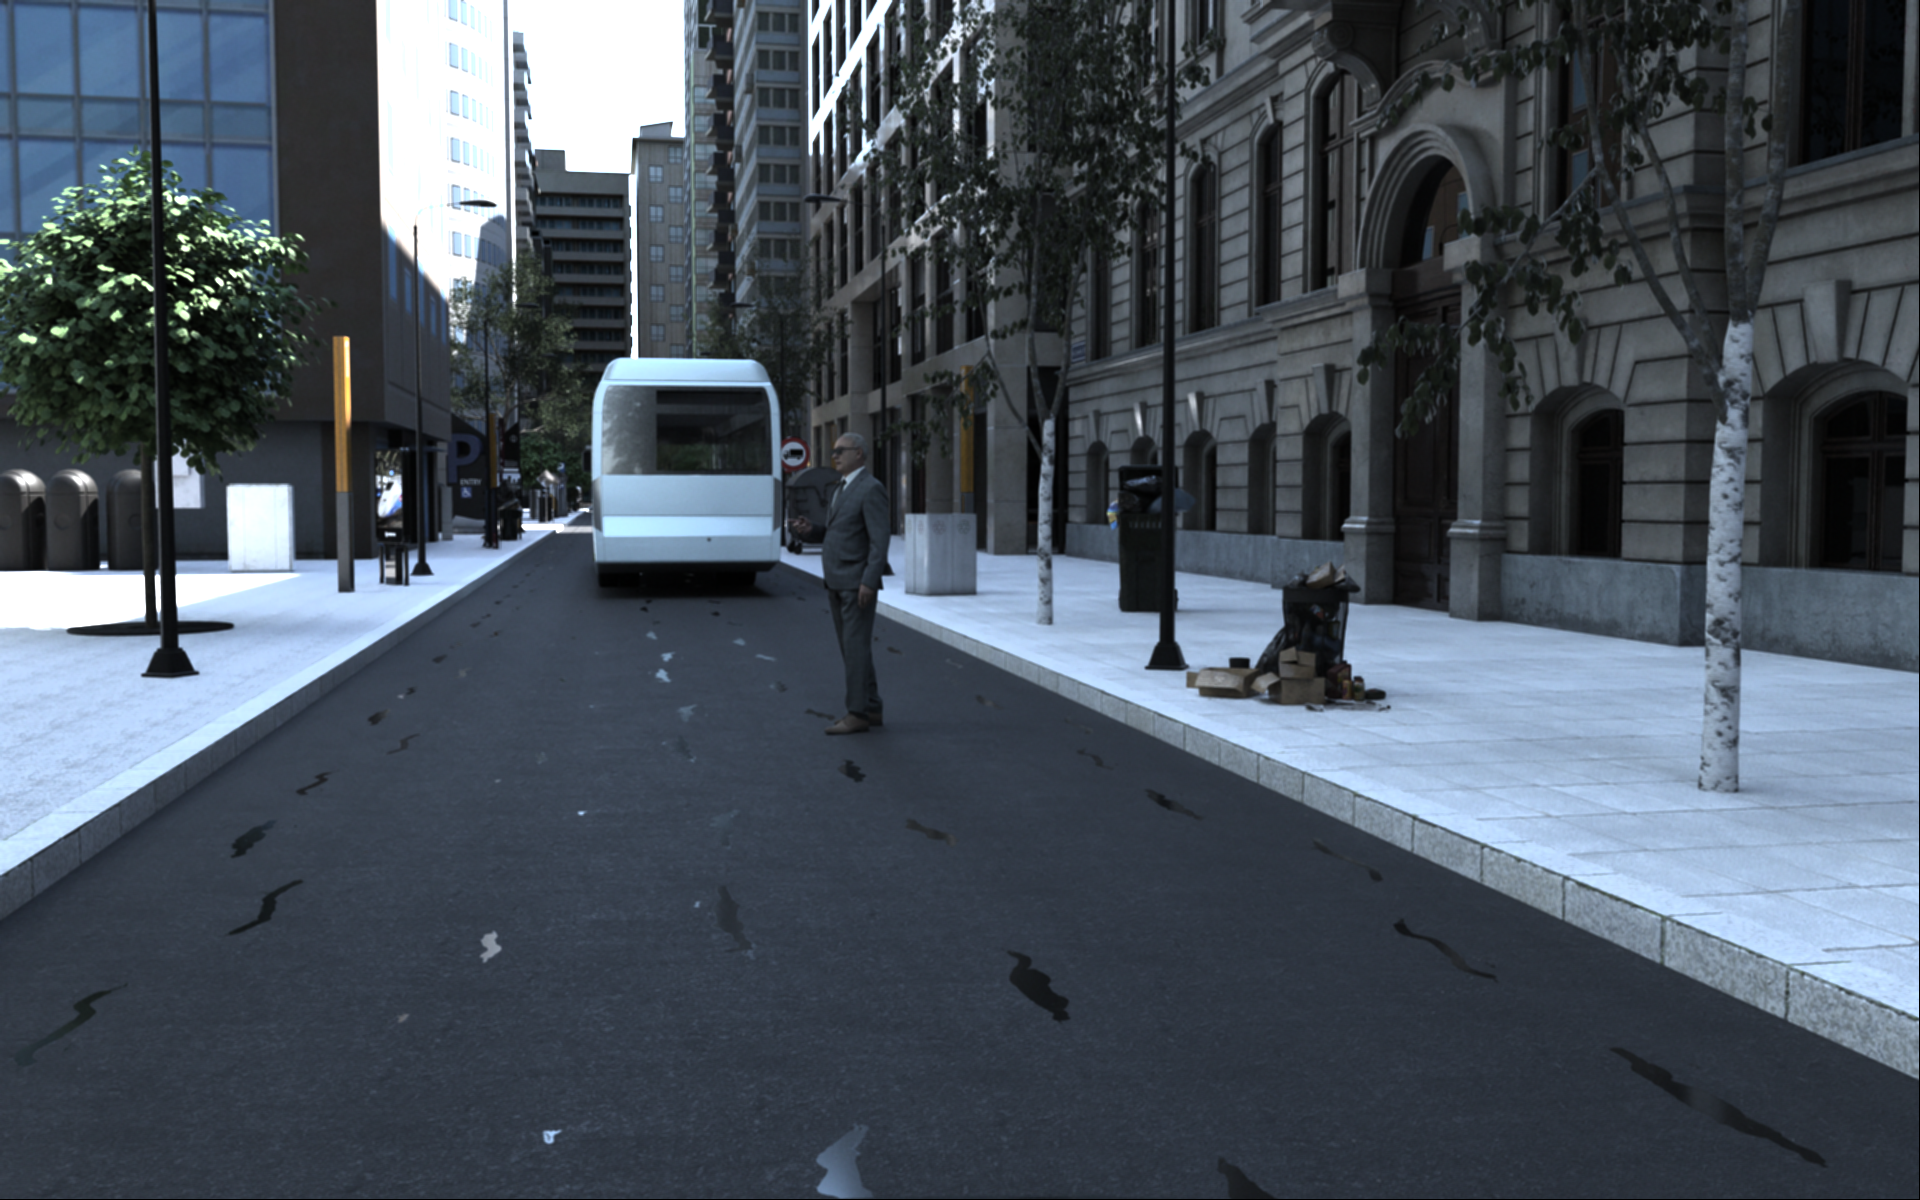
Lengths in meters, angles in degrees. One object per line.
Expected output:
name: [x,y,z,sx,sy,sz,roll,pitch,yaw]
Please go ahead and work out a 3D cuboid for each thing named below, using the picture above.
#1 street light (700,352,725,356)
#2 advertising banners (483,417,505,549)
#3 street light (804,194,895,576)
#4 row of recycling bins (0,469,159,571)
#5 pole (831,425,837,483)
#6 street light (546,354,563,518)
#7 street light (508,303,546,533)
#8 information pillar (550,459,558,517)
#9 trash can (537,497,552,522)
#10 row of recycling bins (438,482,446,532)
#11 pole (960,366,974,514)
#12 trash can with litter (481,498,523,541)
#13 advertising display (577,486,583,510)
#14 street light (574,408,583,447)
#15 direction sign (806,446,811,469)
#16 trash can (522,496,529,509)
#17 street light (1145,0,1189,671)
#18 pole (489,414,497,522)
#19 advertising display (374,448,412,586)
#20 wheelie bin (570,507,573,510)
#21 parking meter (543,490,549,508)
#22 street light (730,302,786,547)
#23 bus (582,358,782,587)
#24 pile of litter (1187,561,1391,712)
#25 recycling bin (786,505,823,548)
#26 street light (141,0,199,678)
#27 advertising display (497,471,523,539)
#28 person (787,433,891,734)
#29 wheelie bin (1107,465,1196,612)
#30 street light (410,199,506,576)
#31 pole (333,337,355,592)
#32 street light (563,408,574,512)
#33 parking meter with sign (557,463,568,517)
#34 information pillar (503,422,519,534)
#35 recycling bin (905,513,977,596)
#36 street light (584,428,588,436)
street light: [-7.795,-5.148,56.706,1.470,5.913,1.316,-1,4,-11]
advertising banners: [-10.904,-2.713,40.541,0.090,3.025,2.074,-2,4,-28]
street light: [-1.733,-3.337,27.101,1.470,5.913,1.316,-1,4,-11]
row of recycling bins: [-15.342,-1.349,29.170,3.534,1.692,1.069,0,4,-4]
pole: [-3.712,-3.497,51.021,0.158,3.312,0.155,0,3,0]
street light: [-14.074,-5.193,57.447,1.470,5.913,1.316,-1,4,-11]
street light: [-10.945,-4.259,42.170,1.470,5.913,1.316,-1,4,-11]
information pillar: [-22.885,-6.499,97.612,0.183,3.616,0.504,3,5,44]
trash can: [-19.312,-4.223,80.703,0.748,1.137,0.748,0,3,0]
row of recycling bins: [-18.940,-3.134,58.355,3.534,1.692,1.069,0,4,7]
pole: [0.113,-2.066,27.628,0.158,3.312,0.155,0,3,0]
trash can with litter: [-12.596,-2.217,47.628,1.055,1.170,0.624,-3,5,-42]
advertising display: [-30.826,-8.221,139.630,0.974,1.923,0.123,2,4,28]
street light: [-21.023,-7.329,92.371,1.470,5.913,1.316,-1,4,-11]
direction sign: [-7.101,-5.524,82.308,0.379,3.537,0.876,1,4,20]
trash can: [-37.733,-8.488,150.429,0.748,1.137,0.748,0,3,0]
street light: [0.993,-2.442,12.474,1.470,5.913,1.316,-1,4,-11]
pole: [-11.858,-3.066,43.973,0.158,3.312,0.155,0,3,0]
advertising display: [-8.021,-1.179,24.496,0.123,1.923,0.974,-3,5,-41]
wheelie bin: [-31.606,-8.127,140.787,0.980,1.594,0.693,-2,4,-32]
parking meter: [-22.967,-5.358,96.020,0.372,1.533,0.369,0,3,0]
street light: [-4.871,-4.262,42.232,1.470,5.913,1.316,-1,4,-11]
bus: [-5.081,-2.154,30.079,2.948,3.499,13.247,-1,4,-12]
pile of litter: [2.062,0.182,10.982,1.176,0.858,1.719,0,4,-5]
recycling bin: [-3.690,-1.761,41.351,0.722,1.027,0.722,-2,4,-35]
street light: [-5.053,-2.424,12.170,1.470,5.913,1.316,-1,4,-11]
advertising display: [-12.811,-2.665,48.787,0.974,1.923,0.123,-3,4,-36]
person: [-0.718,-0.114,10.535,0.590,1.801,0.661,-2,4,-30]
wheelie bin: [2.086,-0.676,18.966,0.980,1.594,0.693,1,4,10]
street light: [-7.976,-3.350,27.312,1.470,5.913,1.316,-1,4,-11]
pole: [-8.029,-1.757,22.567,0.158,3.312,0.155,0,3,0]
street light: [-18.275,-6.442,77.862,1.470,5.913,1.316,-1,4,-11]
parking meter with sign: [-22.151,-6.128,96.451,0.543,3.016,1.738,0,4,-6]
information pillar: [-14.493,-3.952,55.974,0.504,3.616,0.183,-1,4,-23]
recycling bin: [-0.250,-0.590,22.207,0.722,1.027,0.722,-2,4,-26]
street light: [-23.955,-8.223,106.990,1.470,5.913,1.316,-1,4,-11]
